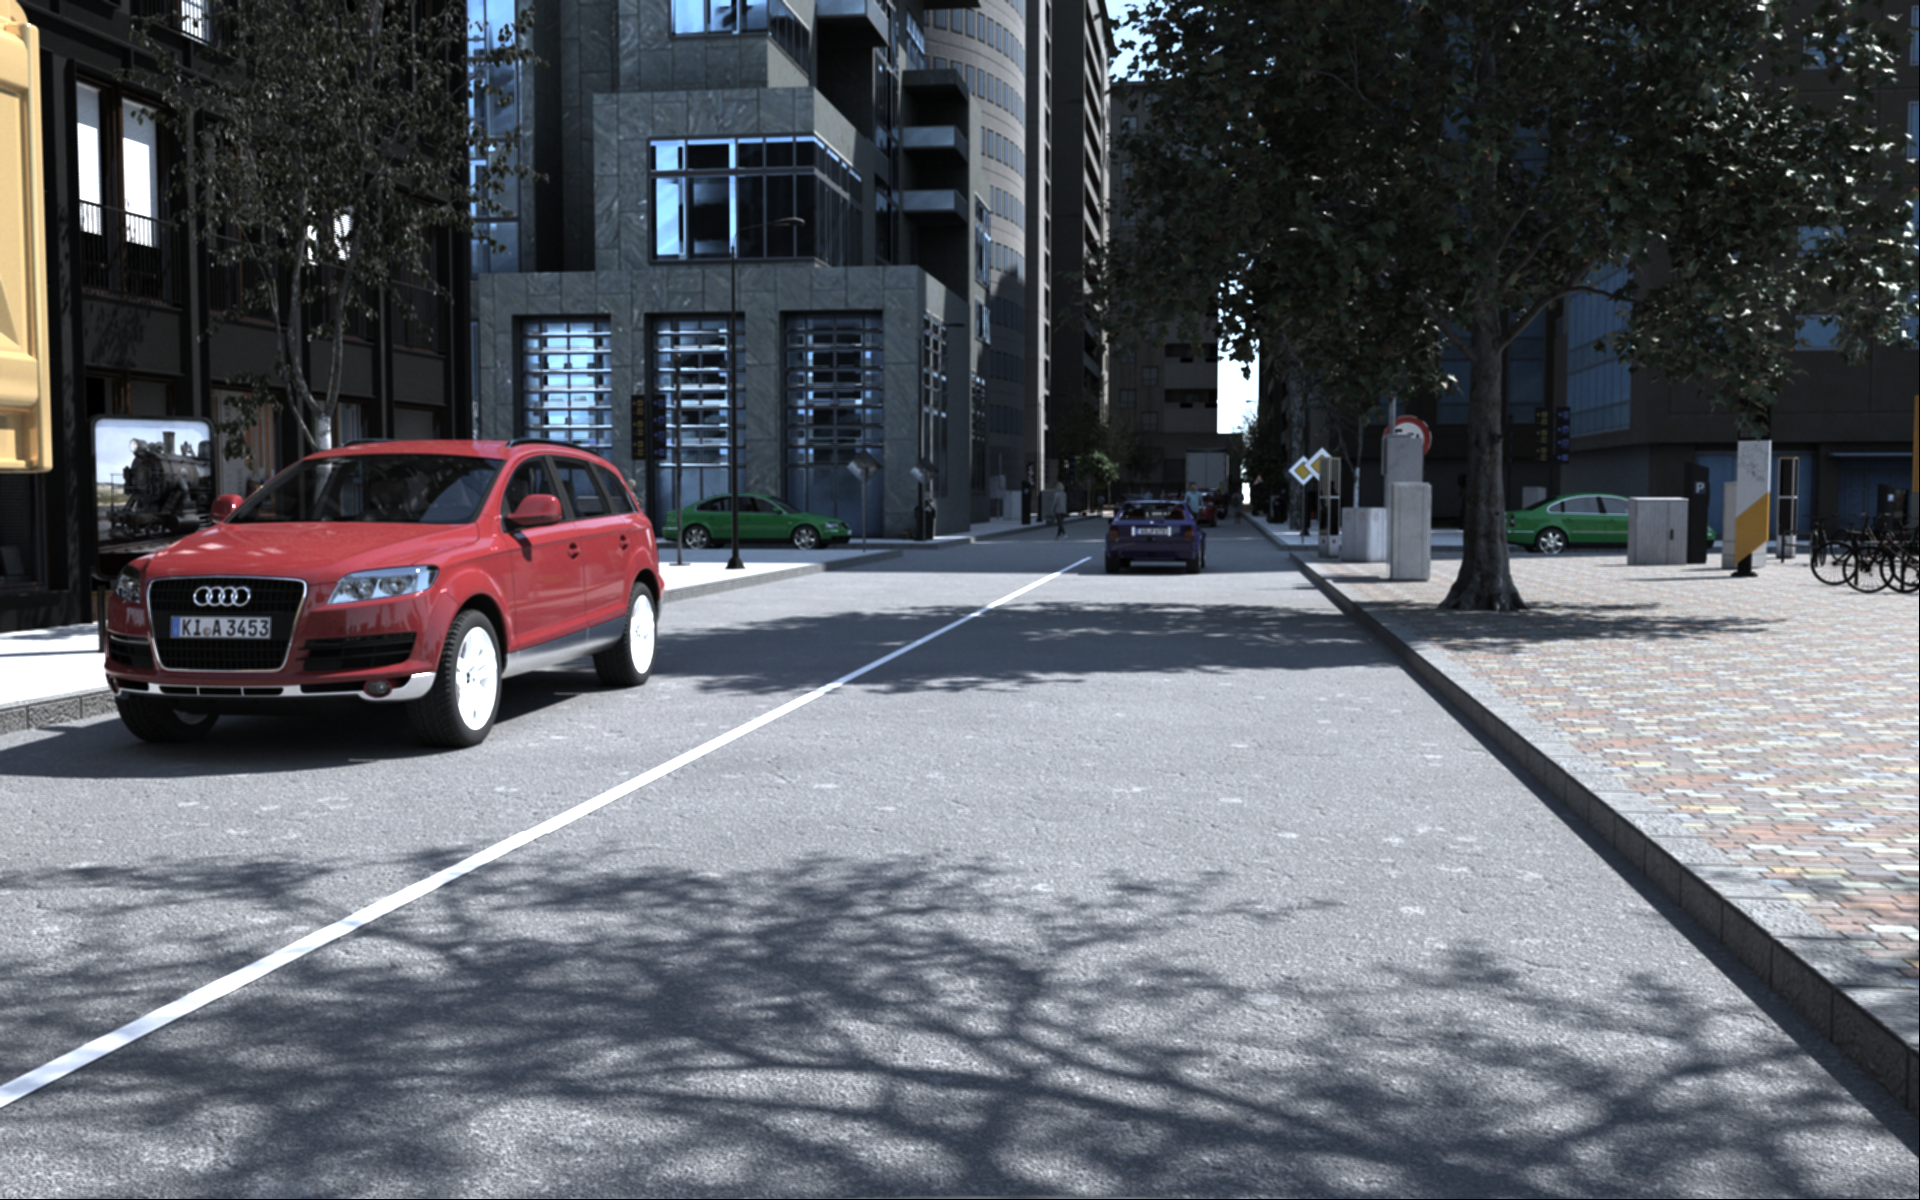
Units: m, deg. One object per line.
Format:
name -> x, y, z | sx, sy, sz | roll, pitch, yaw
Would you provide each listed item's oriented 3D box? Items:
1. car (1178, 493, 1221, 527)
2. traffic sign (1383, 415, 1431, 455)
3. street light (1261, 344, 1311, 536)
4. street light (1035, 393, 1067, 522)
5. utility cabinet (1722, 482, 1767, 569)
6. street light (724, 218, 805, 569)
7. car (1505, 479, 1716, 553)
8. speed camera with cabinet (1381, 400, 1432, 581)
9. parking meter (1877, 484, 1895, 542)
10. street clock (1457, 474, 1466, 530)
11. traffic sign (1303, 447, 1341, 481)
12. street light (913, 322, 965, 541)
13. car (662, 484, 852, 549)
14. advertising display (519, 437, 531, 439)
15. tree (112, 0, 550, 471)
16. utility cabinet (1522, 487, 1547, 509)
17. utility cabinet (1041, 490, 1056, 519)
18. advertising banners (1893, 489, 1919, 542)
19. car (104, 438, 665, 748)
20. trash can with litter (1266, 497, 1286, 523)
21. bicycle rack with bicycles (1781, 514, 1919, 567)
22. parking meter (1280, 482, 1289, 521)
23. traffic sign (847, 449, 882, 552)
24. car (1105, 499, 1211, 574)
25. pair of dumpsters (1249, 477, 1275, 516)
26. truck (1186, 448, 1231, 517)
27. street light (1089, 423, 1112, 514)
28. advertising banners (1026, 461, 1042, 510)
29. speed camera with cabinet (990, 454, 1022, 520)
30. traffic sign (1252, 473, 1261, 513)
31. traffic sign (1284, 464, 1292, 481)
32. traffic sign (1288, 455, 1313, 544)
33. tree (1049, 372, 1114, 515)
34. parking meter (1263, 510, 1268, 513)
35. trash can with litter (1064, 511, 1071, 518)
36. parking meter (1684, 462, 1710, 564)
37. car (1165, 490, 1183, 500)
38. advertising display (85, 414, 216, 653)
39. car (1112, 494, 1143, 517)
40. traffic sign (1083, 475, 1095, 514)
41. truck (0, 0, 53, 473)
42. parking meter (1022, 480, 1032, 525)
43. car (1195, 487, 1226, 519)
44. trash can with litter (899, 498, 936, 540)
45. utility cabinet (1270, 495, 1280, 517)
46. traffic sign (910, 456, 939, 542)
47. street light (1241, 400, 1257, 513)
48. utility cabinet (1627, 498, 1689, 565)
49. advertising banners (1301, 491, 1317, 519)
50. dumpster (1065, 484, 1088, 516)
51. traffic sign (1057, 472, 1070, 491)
car -> 10.386, -4.116, 76.333 | 2.155, 1.783, 4.494 | 1, 4, 10
traffic sign -> 7.243, -1.715, 28.141 | 0.768, 2.556, 0.104 | 1, 4, 9
street light -> 10.041, -4.922, 53.011 | 1.470, 5.913, 1.316 | 1, 4, 8
street light -> 4.199, -6.553, 79.686 | 1.470, 5.913, 1.316 | 1, 4, 8
utility cabinet -> 13.501, -1.292, 29.802 | 1.173, 1.500, 0.318 | -3, 5, -44
street light -> -3.309, -3.476, 29.375 | 1.470, 5.913, 1.316 | 1, 4, 8
car -> 14.828, -1.895, 39.788 | 4.718, 1.807, 1.959 | 0, 4, 8
speed camera with cabinet -> 6.791, -1.956, 26.309 | 0.660, 3.252, 2.038 | 1, 4, 10
parking meter -> 23.477, -2.173, 43.946 | 0.372, 1.533, 0.369 | 0, 3, 0
street clock -> 17.967, -3.499, 61.786 | 0.471, 2.002, 0.358 | -3, 4, -39
traffic sign -> 7.709, -2.037, 36.941 | 0.795, 2.450, 0.064 | 1, 4, 8
street light -> -0.552, -4.557, 47.045 | 1.470, 5.913, 1.316 | 1, 4, 8
car -> -5.085, -2.126, 43.563 | 4.718, 1.807, 1.959 | 0, 4, 7
advertising display -> -4.973, -0.902, 19.959 | 0.123, 1.923, 0.974 | -1, 4, -10
tree -> -6.179, -4.069, 16.891 | 4.360, 8.622, 3.978 | 0, 3, 0
utility cabinet -> 17.597, -2.714, 53.052 | 0.318, 1.500, 1.173 | 0, 4, -3
utility cabinet -> 4.543, -4.772, 86.706 | 0.318, 1.500, 1.173 | -2, 4, -35
advertising banners -> 24.704, -2.933, 44.138 | 0.090, 3.025, 2.074 | -3, 4, -39
car -> -3.535, -0.177, 11.567 | 2.281, 1.827, 5.304 | 0, 4, 7
trash can with litter -> 13.791, -3.941, 75.828 | 0.624, 1.170, 1.055 | -2, 4, -26
bicycle rack with bicycles -> 16.228, -1.101, 31.381 | 2.852, 0.926, 2.925 | 1, 4, 9
parking meter -> 15.249, -4.635, 81.496 | 0.399, 1.863, 0.255 | 1, 4, 18
traffic sign -> -2.125, -2.127, 38.418 | 0.795, 2.450, 0.064 | 1, 4, 8
car -> 3.716, -1.223, 32.573 | 1.945, 1.354, 3.894 | 1, 4, 10
pair of dumpsters -> 17.950, -6.115, 102.478 | 1.574, 2.255, 4.437 | 1, 4, 9
truck -> 16.082, -7.539, 112.182 | 2.839, 4.237, 11.283 | 1, 4, 10
street light -> 9.130, -8.562, 112.532 | 1.470, 5.913, 1.316 | 1, 4, 8
advertising banners -> 4.510, -5.852, 91.860 | 2.074, 3.025, 0.090 | 0, 4, -1
speed camera with cabinet -> 2.293, -5.597, 85.852 | 0.660, 3.252, 2.038 | 3, 5, 42
traffic sign -> 18.664, -6.611, 108.092 | 0.884, 2.594, 0.081 | 1, 4, 10
traffic sign -> 13.820, -4.389, 71.860 | 0.768, 2.556, 0.104 | 1, 4, 12
traffic sign -> 8.883, -2.520, 44.840 | 0.795, 2.450, 0.064 | 1, 4, 8
tree -> 7.204, -9.400, 104.058 | 4.737, 8.622, 4.395 | 0, 3, 0
parking meter -> 20.531, -6.593, 116.203 | 0.372, 1.533, 0.369 | 0, 3, 0
trash can with litter -> 4.954, -4.723, 88.604 | 1.055, 1.170, 0.624 | 3, 4, 37
parking meter -> 13.574, -1.604, 31.939 | 0.399, 1.863, 0.255 | -1, 4, -9
car -> 21.366, -10.003, 172.228 | 2.281, 1.827, 5.304 | 0, 4, 7
advertising display -> -6.619, -0.551, 14.229 | 0.974, 1.923, 0.123 | -3, 5, -43
car -> 9.966, -5.604, 101.405 | 2.009, 1.686, 4.222 | 1, 4, 9
traffic sign -> 8.440, -6.939, 113.557 | 0.768, 2.556, 0.104 | 1, 4, 10
truck -> -5.068, -0.337, 1.434 | 3.469, 3.379, 9.791 | 1, 4, 8
parking meter -> 2.802, -4.109, 72.888 | 0.399, 1.863, 0.255 | 0, 4, -3
car -> 14.201, -5.572, 99.772 | 2.281, 1.827, 5.304 | 0, 4, 7
trash can with litter -> -1.217, -2.276, 48.592 | 1.055, 1.170, 0.624 | 1, 4, 20
utility cabinet -> 16.671, -4.927, 91.723 | 0.306, 1.237, 1.020 | 2, 4, 26
traffic sign -> -0.951, -2.610, 46.316 | 0.795, 2.450, 0.064 | 1, 4, 8
street light -> 14.771, -6.918, 85.655 | 1.470, 5.913, 1.316 | 1, 4, 8
utility cabinet -> 12.639, -1.236, 31.365 | 1.020, 1.237, 0.306 | -1, 4, -9
advertising banners -> 17.778, -5.583, 87.462 | 2.074, 3.025, 0.090 | 2, 4, 33
dumpster -> 6.664, -5.764, 99.992 | 1.264, 1.857, 1.865 | 1, 4, 9
traffic sign -> 5.878, -6.009, 98.352 | 0.768, 2.556, 0.104 | 1, 4, 14
